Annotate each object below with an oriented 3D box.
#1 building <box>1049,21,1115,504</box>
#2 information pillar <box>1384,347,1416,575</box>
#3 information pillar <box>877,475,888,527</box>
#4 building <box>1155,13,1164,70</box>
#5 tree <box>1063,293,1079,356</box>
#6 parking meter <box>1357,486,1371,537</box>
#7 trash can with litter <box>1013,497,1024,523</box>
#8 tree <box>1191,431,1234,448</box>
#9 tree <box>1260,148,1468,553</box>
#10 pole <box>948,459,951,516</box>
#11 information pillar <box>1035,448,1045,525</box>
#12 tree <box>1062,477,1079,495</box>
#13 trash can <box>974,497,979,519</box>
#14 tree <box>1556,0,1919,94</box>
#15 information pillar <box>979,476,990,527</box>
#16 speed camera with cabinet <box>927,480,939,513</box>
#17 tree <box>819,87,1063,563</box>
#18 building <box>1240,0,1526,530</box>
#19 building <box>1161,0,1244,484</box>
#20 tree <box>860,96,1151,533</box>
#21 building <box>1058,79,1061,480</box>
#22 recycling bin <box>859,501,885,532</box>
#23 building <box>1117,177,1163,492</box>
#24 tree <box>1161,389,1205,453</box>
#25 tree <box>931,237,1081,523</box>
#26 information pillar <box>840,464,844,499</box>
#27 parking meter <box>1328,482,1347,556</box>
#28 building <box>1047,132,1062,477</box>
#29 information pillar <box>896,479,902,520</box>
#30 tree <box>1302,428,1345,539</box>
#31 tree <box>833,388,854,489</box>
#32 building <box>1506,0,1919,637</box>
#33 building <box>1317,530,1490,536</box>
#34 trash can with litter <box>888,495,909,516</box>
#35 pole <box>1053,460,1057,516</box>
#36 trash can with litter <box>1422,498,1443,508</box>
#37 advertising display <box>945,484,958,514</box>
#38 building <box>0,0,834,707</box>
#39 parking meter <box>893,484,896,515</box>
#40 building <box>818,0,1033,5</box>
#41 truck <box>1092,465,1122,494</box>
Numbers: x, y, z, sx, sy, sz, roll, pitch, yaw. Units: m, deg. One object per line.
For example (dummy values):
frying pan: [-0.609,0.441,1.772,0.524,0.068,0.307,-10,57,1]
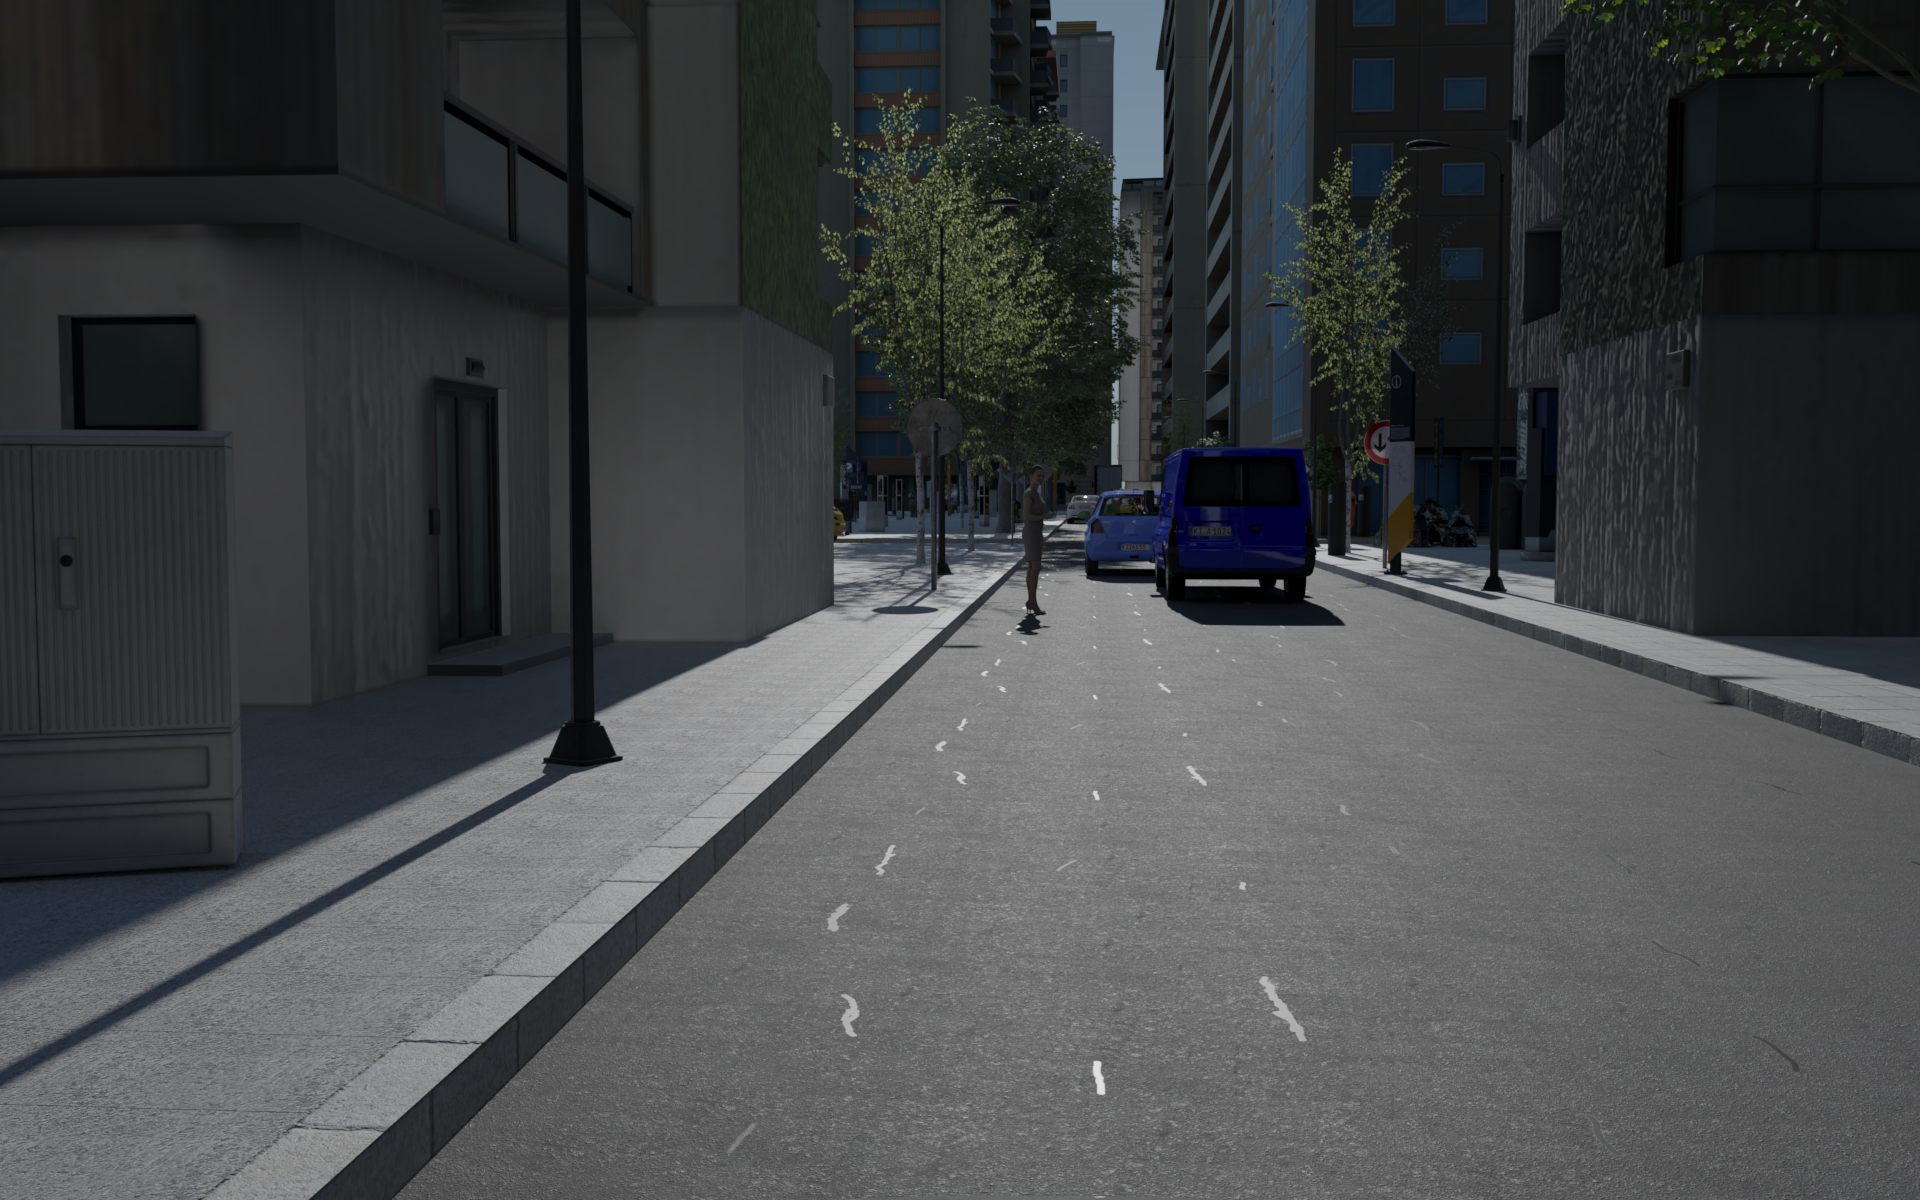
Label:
building: [5.274,-41.505,220.602,28.212,58.520,21.231,0,4,4]
information pillar: [6.990,-2.208,27.452,0.183,3.616,0.504,-2,4,-30]
information pillar: [-3.050,-3.908,68.391,0.304,2.012,0.304,3,5,39]
building: [35.610,-36.422,184.740,28.713,52.752,27.495,0,4,4]
tree: [0.331,-5.412,38.853,4.360,8.622,3.978,0,3,0]
parking meter: [12.054,-2.648,51.700,0.372,1.533,0.369,0,3,0]
trash can with litter: [2.618,-3.945,75.891,1.055,1.170,0.624,-1,4,-14]
tree: [12.914,-6.348,87.503,4.285,4.588,4.351,0,3,0]
tree: [8.736,-5.344,37.735,4.360,8.622,3.978,0,3,0]
pole: [-0.627,-6.611,101.926,0.158,3.312,0.155,0,3,0]
information pillar: [3.310,-4.937,72.079,0.183,3.616,0.504,-3,4,-38]
tree: [12.585,-12.239,194.710,1.663,3.219,1.824,0,3,0]
trash can: [0.842,-4.847,90.899,0.748,1.137,0.748,0,3,0]
tree: [7.039,-5.162,10.152,9.928,11.665,9.643,0,3,0]
information pillar: [0.965,-3.921,68.602,0.304,2.012,0.304,-3,5,-44]
speed camera with cabinet: [-1.761,-7.428,115.787,0.660,3.252,2.038,1,4,10]
tree: [-0.662,-4.975,31.710,4.360,8.622,3.978,0,3,0]
building: [19.717,-25.928,74.037,14.600,45.320,14.200,0,4,4]
building: [27.121,-31.367,136.556,21.300,48.544,21.600,0,4,4]
tree: [1.620,-9.192,56.952,9.857,13.997,8.962,0,3,0]
building: [-1.353,-31.523,170.022,22.147,44.769,28.867,0,4,4]
recycling bin: [-2.994,-2.840,58.984,0.722,1.027,0.722,-1,4,-21]
building: [26.888,-32.619,216.909,14.086,41.232,14.154,0,4,4]
tree: [15.798,-10.387,120.185,4.737,8.622,4.395,0,3,0]
tree: [2.470,-9.741,77.398,7.486,12.596,7.792,0,3,0]
information pillar: [-8.332,-8.079,123.439,0.504,3.616,0.183,3,5,44]
parking meter: [7.888,-1.701,36.223,0.372,1.533,0.369,0,3,0]
building: [4.331,-31.217,193.996,14.086,41.232,14.154,0,4,4]
information pillar: [-3.038,-5.020,86.561,0.304,2.012,0.304,0,4,-3]
tree: [10.487,-3.390,50.025,1.663,3.219,1.824,0,3,0]
tree: [-8.772,-9.993,113.748,4.737,8.622,4.395,0,3,0]
building: [14.162,-15.250,21.037,14.160,30.474,14.107,0,4,4]
building: [18.204,-24.920,57.552,14.200,45.320,14.600,0,4,4]
trash can with litter: [-3.980,-5.519,101.298,2.233,1.210,1.678,3,5,41]
pole: [5.461,-6.458,99.430,0.158,3.312,0.155,0,3,0]
trash can with litter: [13.793,-2.364,50.031,1.055,1.170,0.624,-2,4,-24]
advertising display: [-0.565,-6.467,110.951,0.974,1.923,0.123,2,4,24]
building: [-8.977,-20.117,12.505,14.154,41.232,14.086,0,4,4]
parking meter: [-3.791,-5.977,103.436,0.399,1.863,0.255,-1,4,-15]
building: [-3.730,-29.747,140.986,22.147,44.769,28.867,0,4,4]
truck: [14.432,-11.061,169.766,2.839,4.237,11.283,0,4,3]
